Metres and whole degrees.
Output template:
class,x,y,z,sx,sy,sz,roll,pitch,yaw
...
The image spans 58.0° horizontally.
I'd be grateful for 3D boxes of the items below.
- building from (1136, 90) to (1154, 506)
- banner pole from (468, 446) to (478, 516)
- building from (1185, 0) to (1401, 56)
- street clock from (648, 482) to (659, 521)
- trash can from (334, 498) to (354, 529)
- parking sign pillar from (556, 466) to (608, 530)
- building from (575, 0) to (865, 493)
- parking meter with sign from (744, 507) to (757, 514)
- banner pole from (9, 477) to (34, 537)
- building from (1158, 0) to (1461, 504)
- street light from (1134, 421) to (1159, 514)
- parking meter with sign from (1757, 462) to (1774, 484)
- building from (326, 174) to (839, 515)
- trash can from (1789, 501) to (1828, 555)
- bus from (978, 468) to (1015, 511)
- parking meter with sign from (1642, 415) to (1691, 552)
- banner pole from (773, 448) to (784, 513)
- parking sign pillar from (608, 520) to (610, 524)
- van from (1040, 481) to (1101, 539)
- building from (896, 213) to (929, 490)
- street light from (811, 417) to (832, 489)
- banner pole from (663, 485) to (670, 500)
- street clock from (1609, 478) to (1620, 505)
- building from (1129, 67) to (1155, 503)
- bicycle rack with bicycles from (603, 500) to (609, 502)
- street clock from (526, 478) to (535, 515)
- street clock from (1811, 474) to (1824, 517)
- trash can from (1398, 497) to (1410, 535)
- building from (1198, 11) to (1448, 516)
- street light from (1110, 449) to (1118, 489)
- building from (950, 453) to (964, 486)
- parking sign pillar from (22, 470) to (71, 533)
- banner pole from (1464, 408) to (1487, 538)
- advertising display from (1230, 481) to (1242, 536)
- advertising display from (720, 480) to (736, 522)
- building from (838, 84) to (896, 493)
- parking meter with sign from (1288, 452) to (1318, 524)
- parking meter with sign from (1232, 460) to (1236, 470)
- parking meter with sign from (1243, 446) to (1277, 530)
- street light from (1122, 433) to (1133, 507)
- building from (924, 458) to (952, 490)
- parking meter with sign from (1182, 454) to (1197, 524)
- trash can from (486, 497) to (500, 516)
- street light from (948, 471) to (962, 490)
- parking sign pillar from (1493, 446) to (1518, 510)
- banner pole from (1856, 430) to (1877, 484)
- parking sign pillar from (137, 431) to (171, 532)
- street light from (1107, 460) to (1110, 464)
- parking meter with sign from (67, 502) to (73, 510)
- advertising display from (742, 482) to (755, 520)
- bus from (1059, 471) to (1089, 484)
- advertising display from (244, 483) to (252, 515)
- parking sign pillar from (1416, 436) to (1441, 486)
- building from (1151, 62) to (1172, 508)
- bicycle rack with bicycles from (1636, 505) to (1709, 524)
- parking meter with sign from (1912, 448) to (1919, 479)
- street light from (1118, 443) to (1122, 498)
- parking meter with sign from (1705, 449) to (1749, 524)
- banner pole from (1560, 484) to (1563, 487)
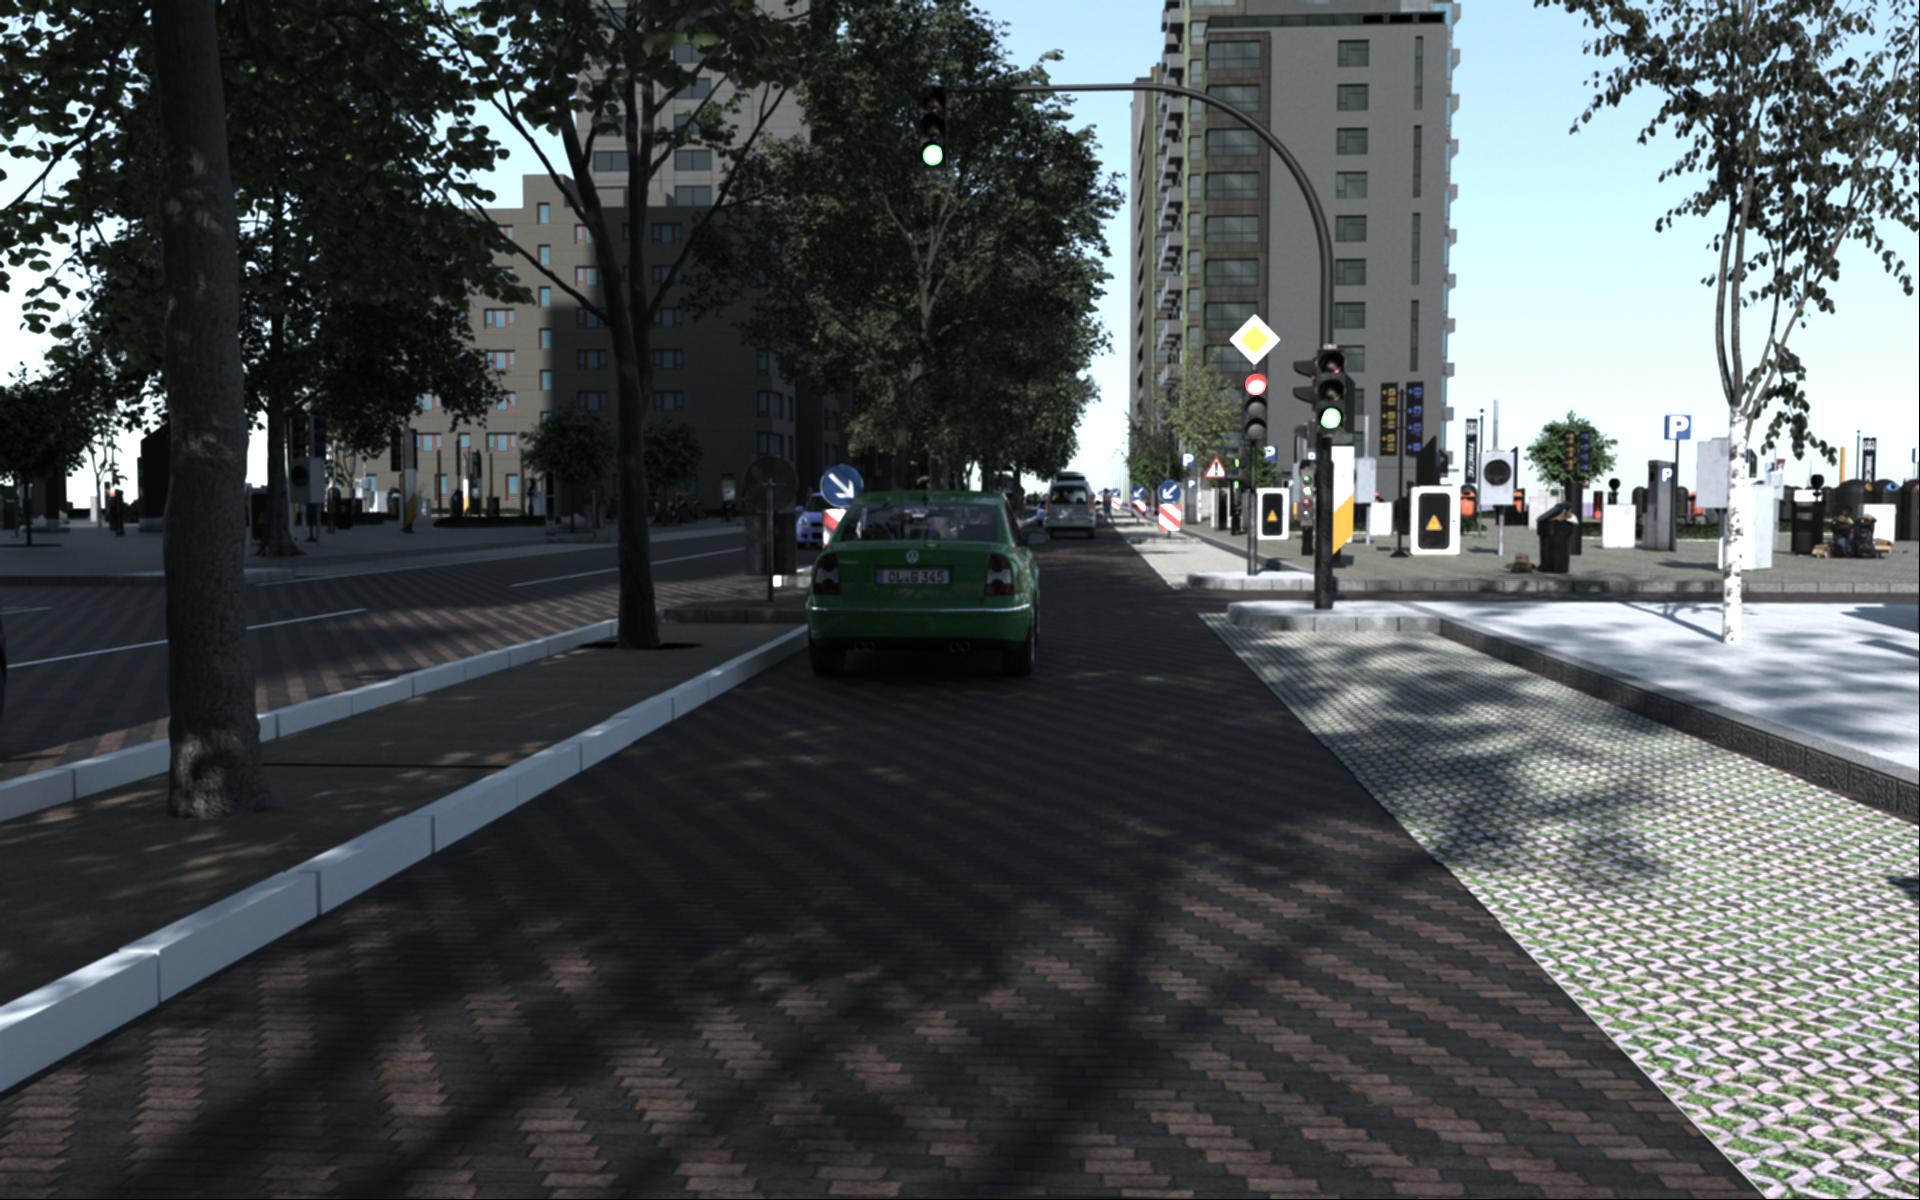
class,x,y,z,sx,sy,sz,roll,pitch,yaw
building,31.196,-35.059,196.921,21.300,48.544,21.600,0,4,4
banner pole,-25.578,-6.175,90.985,0.401,3.779,0.863,2,4,35
building,22.795,-26.839,122.406,14.154,41.232,14.086,0,4,4
street clock,-14.718,-4.813,83.270,0.471,2.002,0.358,1,4,11
trash can,-22.541,-3.161,63.329,0.748,1.137,0.748,0,3,0
parking sign pillar,-13.935,-4.550,62.871,1.447,3.967,1.447,3,4,39
building,-18.676,-43.065,142.364,20.563,71.187,20.611,0,4,4
parking meter with sign,-11.642,-6.335,99.839,1.738,3.016,0.543,1,4,18
banner pole,-27.914,-3.762,51.534,0.401,3.779,0.863,2,4,24
building,28.163,-32.113,144.655,23.786,49.044,30.456,0,4,4
street light,11.887,-8.373,109.443,1.470,5.913,1.316,0,4,4
parking meter with sign,43.939,-6.071,95.518,1.738,3.016,0.543,-1,4,-17
building,-24.075,-16.766,119.167,27.650,21.520,28.899,0,4,4
trash can,17.812,-1.513,36.395,0.748,1.137,0.748,0,3,0
bus,3.061,-8.839,136.059,2.896,3.916,12.252,0,4,2
parking meter with sign,15.835,-2.615,39.013,0.543,3.016,1.738,0,4,3
banner pole,-9.772,-6.352,93.874,0.863,3.779,0.401,2,4,26
parking sign pillar,-15.777,-5.252,74.336,1.447,3.967,1.447,0,4,4
van,3.602,-3.031,56.569,2.013,2.044,4.112,0,4,5
building,-14.613,-33.603,204.039,22.147,44.769,28.867,0,4,4
street light,-8.406,-8.085,104.730,1.470,5.913,1.316,0,4,4
banner pole,-15.072,-6.060,89.100,0.401,3.779,0.863,1,4,20
street clock,30.133,-4.600,79.782,0.358,2.002,0.471,-2,4,-30
building,34.615,-43.024,245.445,21.231,58.520,28.212,0,4,4
bicycle rack with bicycles,-21.327,-5.250,99.211,2.852,0.926,2.925,-3,5,-40
street clock,-19.929,-4.638,80.400,0.358,2.002,0.471,-3,5,-44
street clock,31.343,-3.596,63.360,0.358,2.002,0.471,-1,4,-8
trash can,14.107,-2.615,54.412,0.748,1.137,0.748,0,3,0
building,21.939,-20.590,108.346,14.160,30.474,14.107,0,4,4
street light,17.636,-13.418,191.931,1.470,5.913,1.316,0,4,4
building,-6.857,-29.602,255.689,14.160,30.474,14.107,0,4,4
parking sign pillar,-30.658,-4.252,57.993,1.447,3.967,1.447,3,5,44
banner pole,15.036,-3.703,50.564,0.863,3.779,0.401,-2,4,-28
advertising display,8.553,-2.965,53.684,0.123,1.923,0.974,2,4,25
advertising display,-10.744,-4.590,80.260,0.123,1.923,0.974,2,4,31
building,-13.563,-29.214,161.244,14.154,41.232,14.086,0,4,4
parking meter with sign,13.790,-4.564,70.890,1.738,3.016,0.543,-2,4,-31
parking meter with sign,11.516,-4.359,67.531,1.738,3.016,0.543,1,4,16
parking meter with sign,10.684,-4.010,61.831,0.543,3.016,1.738,3,4,36
street light,13.363,-9.765,132.205,1.470,5.913,1.316,0,4,4
building,-15.972,-23.817,234.448,27.650,21.520,28.899,0,4,4
parking meter with sign,9.820,-4.747,73.871,0.543,3.016,1.738,0,4,0
trash can,-23.856,-4.702,88.539,0.748,1.137,0.748,0,3,0
street light,-0.850,-14.590,211.080,1.470,5.913,1.316,0,4,4
parking sign pillar,30.728,-6.674,97.588,1.447,3.967,1.447,-1,4,-18
banner pole,35.220,-4.738,67.491,0.863,3.779,0.401,1,4,21
parking sign pillar,-27.341,-4.320,59.106,1.447,3.967,1.447,3,4,38
street light,19.389,-14.855,215.417,1.470,5.913,1.316,0,4,4
parking meter with sign,-50.602,-6.163,97.031,1.738,3.016,0.543,0,4,6
advertising display,-10.415,-4.908,85.463,0.123,1.923,0.974,2,4,27
bus,9.451,-9.284,146.654,2.948,3.499,13.247,0,4,4
advertising display,-40.776,-5.743,99.112,0.123,1.923,0.974,0,4,5
parking sign pillar,21.912,-5.663,81.059,1.447,3.967,1.447,-1,4,-22
building,25.591,-29.588,167.358,14.154,41.232,14.086,0,4,4
bicycle rack with bicycles,23.418,-2.722,57.880,2.925,0.926,2.852,2,4,25
parking meter with sign,36.597,-4.203,64.986,0.543,3.016,1.738,-1,4,-15
street light,15.114,-11.176,155.272,1.470,5.913,1.316,0,4,4
parking meter with sign,29.422,-4.298,66.527,1.738,3.016,0.543,-2,4,-24
banner pole,25.097,-4.981,71.454,0.401,3.779,0.863,-2,4,-32
